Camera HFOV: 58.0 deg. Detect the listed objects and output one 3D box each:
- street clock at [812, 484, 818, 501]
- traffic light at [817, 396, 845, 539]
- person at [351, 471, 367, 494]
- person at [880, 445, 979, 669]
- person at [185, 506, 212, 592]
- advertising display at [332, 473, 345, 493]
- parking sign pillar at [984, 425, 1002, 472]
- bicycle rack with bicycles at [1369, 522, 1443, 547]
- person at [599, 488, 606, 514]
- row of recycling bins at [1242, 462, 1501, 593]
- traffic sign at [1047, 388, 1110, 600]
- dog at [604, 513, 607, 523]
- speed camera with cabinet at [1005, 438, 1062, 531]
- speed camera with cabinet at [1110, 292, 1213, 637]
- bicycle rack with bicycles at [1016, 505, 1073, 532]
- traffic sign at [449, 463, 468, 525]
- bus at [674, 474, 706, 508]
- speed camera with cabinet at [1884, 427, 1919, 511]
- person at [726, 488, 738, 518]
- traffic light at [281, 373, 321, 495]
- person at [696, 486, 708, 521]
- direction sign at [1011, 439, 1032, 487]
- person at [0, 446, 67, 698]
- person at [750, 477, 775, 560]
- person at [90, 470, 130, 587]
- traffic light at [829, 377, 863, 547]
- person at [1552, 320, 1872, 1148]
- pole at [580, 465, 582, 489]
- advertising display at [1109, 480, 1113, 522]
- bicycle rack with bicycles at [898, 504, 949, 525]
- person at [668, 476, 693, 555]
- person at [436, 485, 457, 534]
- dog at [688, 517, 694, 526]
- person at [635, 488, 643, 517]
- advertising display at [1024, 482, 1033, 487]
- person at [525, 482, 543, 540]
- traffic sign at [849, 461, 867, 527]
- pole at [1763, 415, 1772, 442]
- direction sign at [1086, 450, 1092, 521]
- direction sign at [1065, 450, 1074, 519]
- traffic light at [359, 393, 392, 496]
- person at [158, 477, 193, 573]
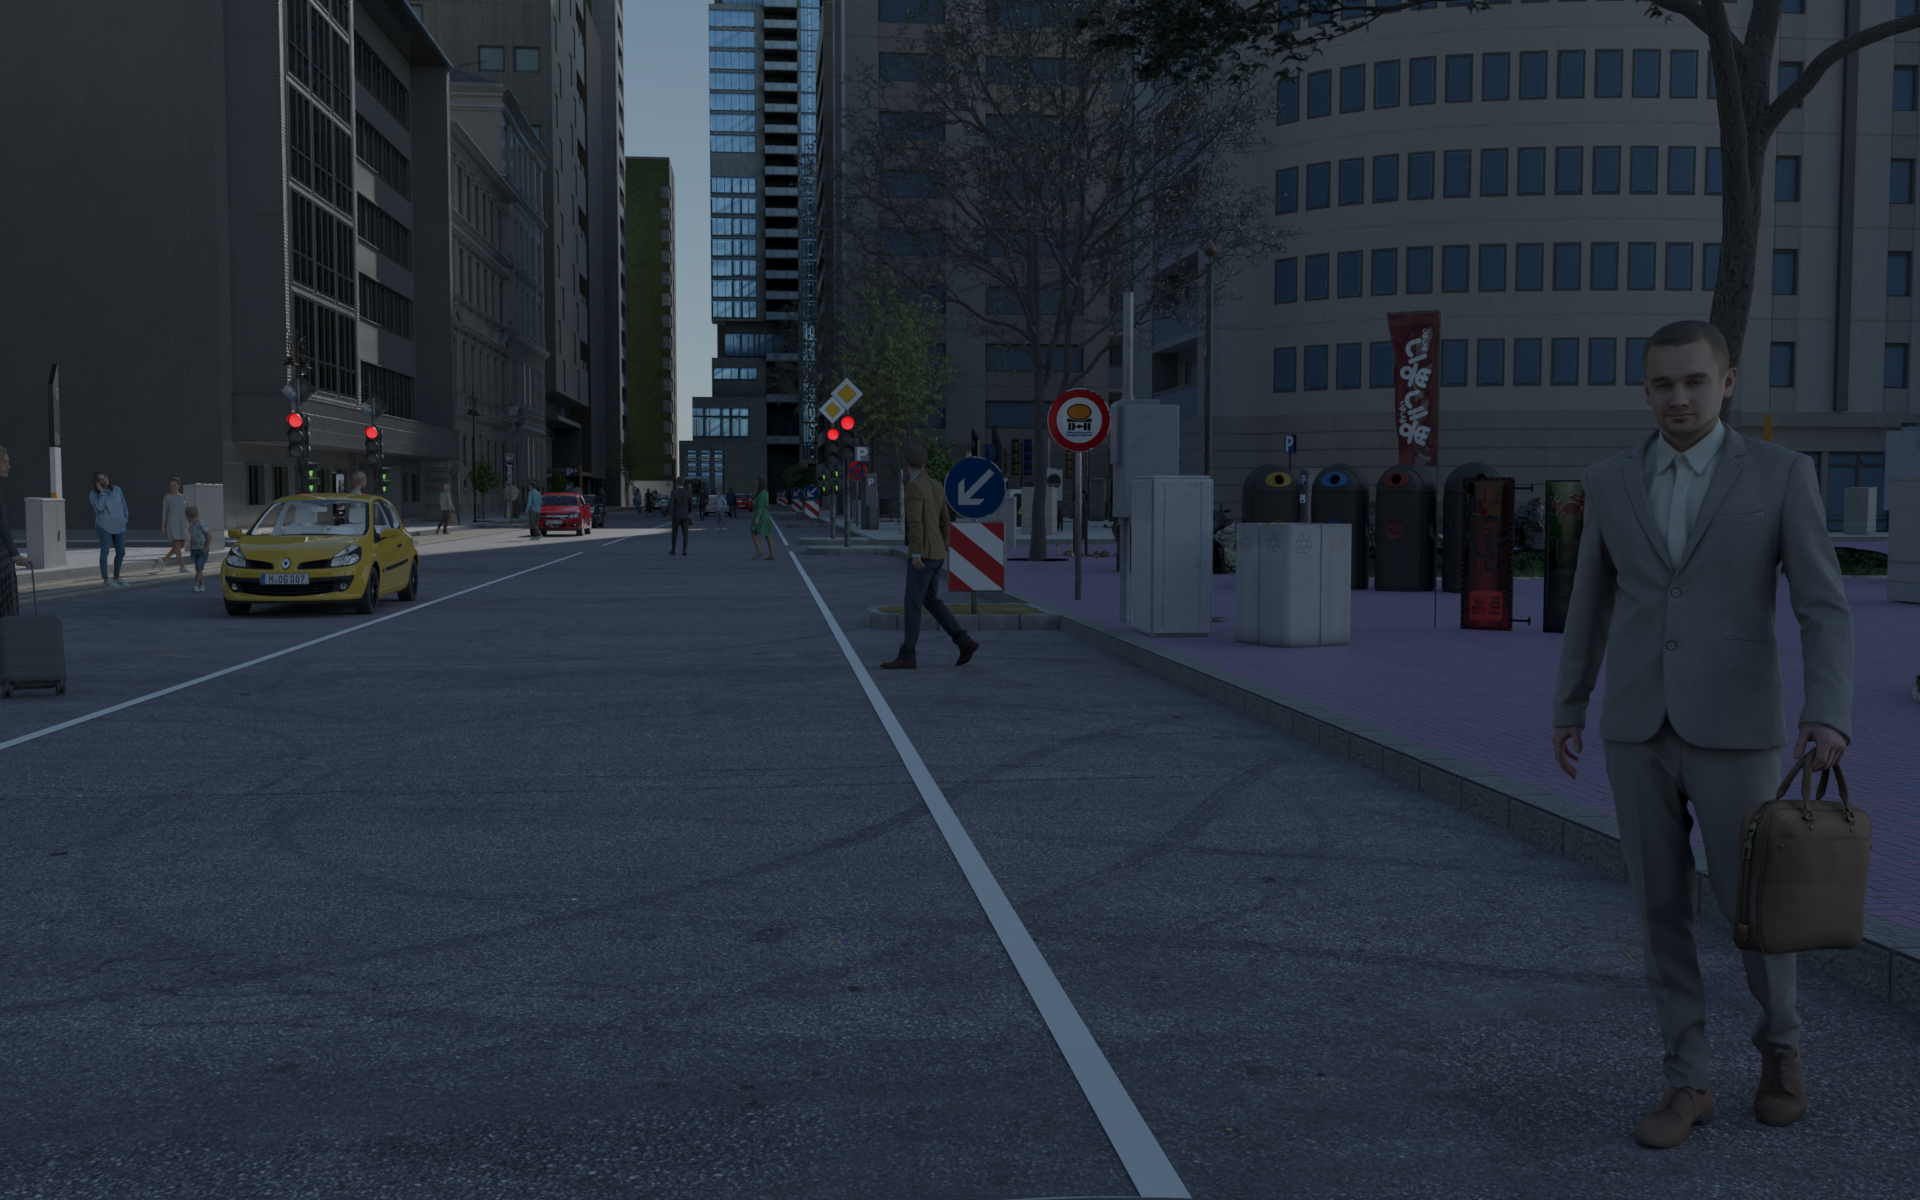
[{"bbox_3d":[-10.015,-7.024,119.418,0.358,2.002,0.471,-2,4,-32],"label":"street clock"},{"bbox_3d":[-3.674,-3.722,49.769,0.839,4.253,0.868,0,4,-7],"label":"traffic light"},{"bbox_3d":[-9.335,-1.100,26.838,0.624,1.780,0.694,-1,4,-9],"label":"person"},{"bbox_3d":[-0.260,-0.361,14.307,0.836,1.842,0.656,-1,4,-8],"label":"person"},{"bbox_3d":[-11.150,-0.745,25.368,0.352,1.250,0.332,-2,4,-27],"label":"person"},{"bbox_3d":[-18.836,-2.894,52.535,0.123,1.923,0.974,0,4,-4],"label":"advertising display"},{"bbox_3d":[1.294,-4.801,66.976,1.447,3.967,1.447,-1,4,-10],"label":"parking sign pillar"},{"bbox_3d":[8.527,-1.119,31.675,2.925,0.926,2.852,0,4,-1],"label":"bicycle rack with bicycles"},{"bbox_3d":[-23.803,-6.541,115.250,0.447,1.846,0.655,-1,4,-12],"label":"person"},{"bbox_3d":[5.499,-0.988,23.262,3.534,1.692,1.069,2,4,25],"label":"row of recycling bins"},{"bbox_3d":[1.432,-1.273,20.921,0.768,2.556,0.104,0,4,-2],"label":"traffic sign"},{"bbox_3d":[-17.492,-4.010,84.856,0.540,0.507,0.406,0,4,4],"label":"dog"},{"bbox_3d":[2.584,-4.093,61.256,2.038,3.252,0.660,-1,4,-21],"label":"speed camera with cabinet"},{"bbox_3d":[1.900,-1.351,16.427,0.660,3.252,2.038,0,4,-5],"label":"speed camera with cabinet"},{"bbox_3d":[2.744,-2.752,58.370,2.852,0.926,2.925,-1,4,-12],"label":"bicycle rack with bicycles"},{"bbox_3d":[-20.761,-4.380,71.722,0.768,2.556,0.104,0,4,-4],"label":"traffic sign"},{"bbox_3d":[-28.017,-11.361,180.615,2.948,3.499,13.247,0,4,-6],"label":"bus"},{"bbox_3d":[13.586,-1.845,24.509,0.660,3.252,2.038,3,4,39],"label":"speed camera with cabinet"},{"bbox_3d":[-13.620,-5.797,103.459,0.721,1.800,0.419,0,4,-3],"label":"person"},{"bbox_3d":[-15.368,-3.145,40.348,0.839,4.253,0.868,0,4,-7],"label":"traffic light"},{"bbox_3d":[-13.890,-5.203,93.350,0.659,1.850,0.755,0,4,-7],"label":"person"},{"bbox_3d":[2.542,-4.867,71.568,0.876,3.537,0.379,1,4,18],"label":"direction sign"},{"bbox_3d":[-7.037,-0.242,12.673,0.699,1.804,1.509,-2,4,-34],"label":"person"},{"bbox_3d":[-4.278,-1.758,37.483,0.529,1.795,0.600,0,4,-4],"label":"person"},{"bbox_3d":[-13.067,-1.092,26.618,0.793,1.790,0.793,0,4,-4],"label":"person"},{"bbox_3d":[-2.745,-3.237,41.838,0.839,4.253,0.868,0,4,-7],"label":"traffic light"},{"bbox_3d":[1.640,0.293,3.836,0.709,1.813,0.853,2,4,35],"label":"person"},{"bbox_3d":[-26.641,-7.823,121.747,0.158,3.312,0.155,0,3,0],"label":"pole"},{"bbox_3d":[6.879,-4.504,78.848,0.123,1.923,0.974,0,4,2],"label":"advertising display"},{"bbox_3d":[-1.446,-3.682,73.582,2.852,0.926,2.925,1,4,9],"label":"bicycle rack with bicycles"},{"bbox_3d":[-6.582,-1.973,40.536,0.659,1.850,0.755,-2,4,-25],"label":"person"},{"bbox_3d":[-18.241,-3.213,61.514,0.782,1.767,0.515,3,4,38],"label":"person"},{"bbox_3d":[-12.341,-3.581,78.742,0.550,0.427,0.748,1,4,20],"label":"dog"},{"bbox_3d":[-20.079,-6.090,108.329,0.793,1.790,0.793,2,4,31],"label":"person"},{"bbox_3d":[3.597,-5.231,90.745,0.123,1.923,0.974,-1,4,-21],"label":"advertising display"},{"bbox_3d":[-13.271,-2.790,54.135,0.620,1.820,0.660,1,4,18],"label":"person"},{"bbox_3d":[-4.002,-4.114,67.371,0.768,2.556,0.104,0,4,-3],"label":"traffic sign"},{"bbox_3d":[20.738,-3.102,44.562,0.158,3.312,0.155,0,3,0],"label":"pole"},{"bbox_3d":[6.239,-5.631,84.061,0.379,3.537,0.876,1,4,21],"label":"direction sign"},{"bbox_3d":[5.792,-5.898,88.432,0.876,3.537,0.379,-1,4,-19],"label":"direction sign"},{"bbox_3d":[-16.298,-3.630,48.279,0.839,4.253,0.868,0,4,-7],"label":"traffic light"},{"bbox_3d":[-14.246,-1.354,31.385,0.760,1.731,0.466,1,4,11],"label":"person"}]
